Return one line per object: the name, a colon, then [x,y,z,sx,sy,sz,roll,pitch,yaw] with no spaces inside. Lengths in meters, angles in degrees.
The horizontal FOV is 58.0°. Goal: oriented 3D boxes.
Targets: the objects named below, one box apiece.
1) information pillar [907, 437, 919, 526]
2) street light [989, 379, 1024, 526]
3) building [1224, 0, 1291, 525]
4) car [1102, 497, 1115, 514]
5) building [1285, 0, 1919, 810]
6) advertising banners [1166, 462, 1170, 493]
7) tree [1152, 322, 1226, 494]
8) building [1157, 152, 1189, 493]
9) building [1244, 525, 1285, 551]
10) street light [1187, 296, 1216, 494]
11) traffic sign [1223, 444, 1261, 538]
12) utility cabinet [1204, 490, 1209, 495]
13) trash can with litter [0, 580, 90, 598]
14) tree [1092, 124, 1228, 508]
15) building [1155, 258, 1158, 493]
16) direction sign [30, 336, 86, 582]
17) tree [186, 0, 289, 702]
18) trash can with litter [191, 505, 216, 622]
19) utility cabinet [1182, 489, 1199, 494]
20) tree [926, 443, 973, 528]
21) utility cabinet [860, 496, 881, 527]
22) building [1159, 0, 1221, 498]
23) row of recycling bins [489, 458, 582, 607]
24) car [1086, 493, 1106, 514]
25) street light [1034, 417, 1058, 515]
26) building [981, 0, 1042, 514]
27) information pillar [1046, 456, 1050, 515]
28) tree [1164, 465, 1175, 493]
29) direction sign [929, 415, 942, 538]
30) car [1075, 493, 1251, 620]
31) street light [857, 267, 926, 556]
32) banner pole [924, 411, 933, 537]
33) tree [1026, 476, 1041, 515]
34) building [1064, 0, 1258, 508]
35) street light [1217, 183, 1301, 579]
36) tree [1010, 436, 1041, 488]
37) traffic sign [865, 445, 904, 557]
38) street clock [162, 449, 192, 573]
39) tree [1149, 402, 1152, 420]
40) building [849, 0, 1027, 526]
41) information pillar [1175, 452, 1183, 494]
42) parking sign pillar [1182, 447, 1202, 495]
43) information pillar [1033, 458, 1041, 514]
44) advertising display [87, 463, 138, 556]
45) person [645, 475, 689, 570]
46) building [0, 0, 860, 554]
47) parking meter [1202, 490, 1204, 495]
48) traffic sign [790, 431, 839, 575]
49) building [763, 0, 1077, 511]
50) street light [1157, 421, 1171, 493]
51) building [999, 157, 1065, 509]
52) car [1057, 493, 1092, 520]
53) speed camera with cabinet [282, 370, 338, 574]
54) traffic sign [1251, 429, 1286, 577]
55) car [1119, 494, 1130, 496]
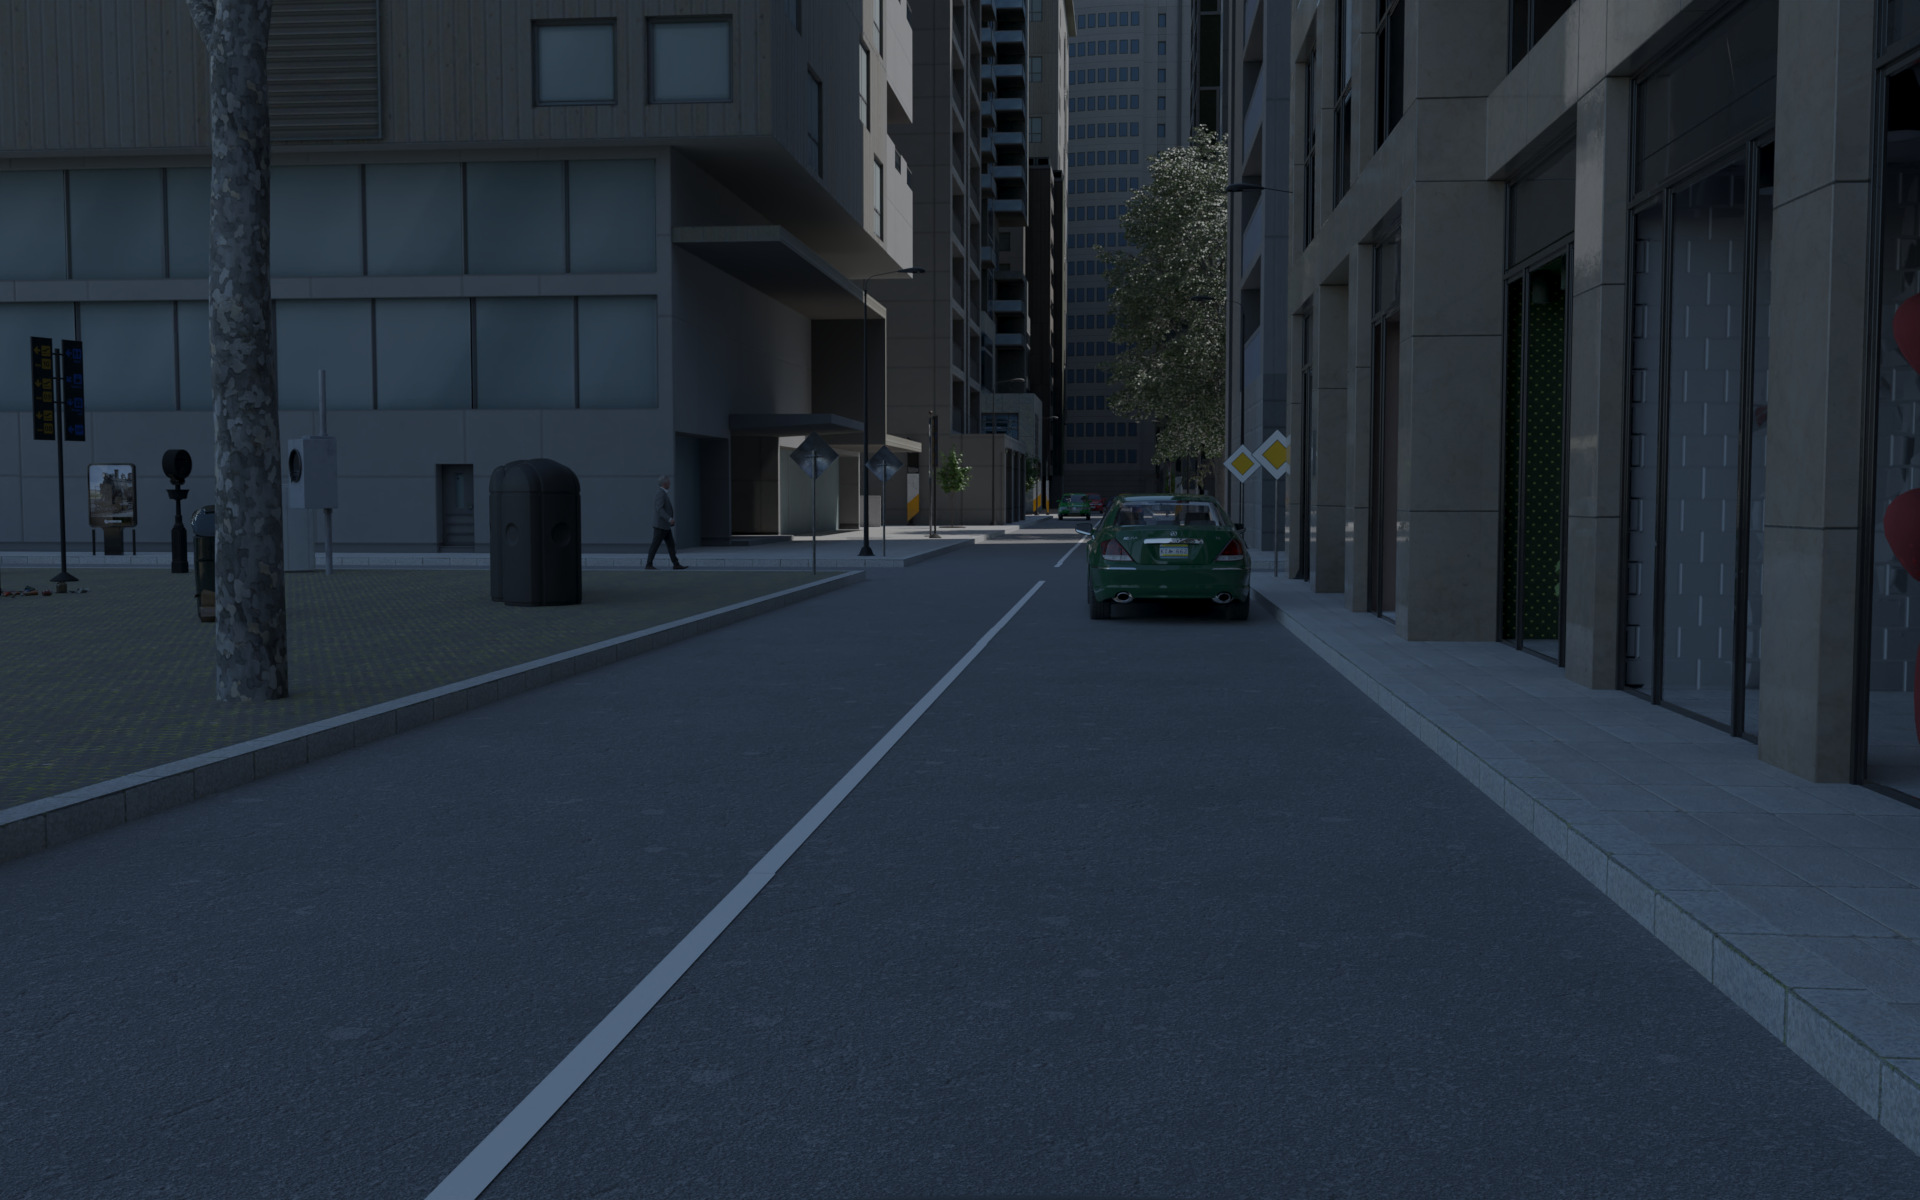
information pillar: [-1.920,-4.837,70.446,0.504,3.616,0.183,0,4,-2]
street light: [1.884,-5.950,69.816,1.470,5.913,1.316,0,4,5]
building: [24.666,-33.717,93.266,21.231,58.520,28.212,0,4,5]
car: [7.157,-3.851,75.545,1.945,1.354,3.894,0,4,6]
building: [12.960,-12.458,8.205,19.350,26.468,34.151,0,4,5]
advertising banners: [11.587,-6.140,96.583,0.090,3.025,2.074,0,4,2]
tree: [10.694,-7.335,70.285,4.360,8.622,3.978,0,3,0]
building: [24.472,-23.049,148.557,14.160,30.474,14.107,0,4,5]
building: [21.125,-30.471,40.205,28.212,58.520,21.231,0,4,5]
street light: [6.081,-4.165,40.635,1.470,5.913,1.316,0,4,5]
traffic sign: [5.658,-1.902,34.733,0.795,2.450,0.064,0,4,5]
utility cabinet: [13.829,-5.609,100.393,1.173,1.500,0.318,2,4,24]
trash can with litter: [-11.930,-0.658,21.822,1.678,1.210,2.233,2,4,32]
tree: [9.140,-9.377,59.964,9.857,13.997,8.962,0,3,0]
building: [25.969,-23.959,163.426,14.160,30.474,14.107,0,4,5]
direction sign: [-13.162,-2.040,25.344,0.379,3.537,0.876,1,4,21]
tree: [-3.550,-9.515,11.465,12.611,20.169,13.585,0,3,0]
trash can with litter: [-7.530,-0.389,17.742,0.624,1.170,1.055,-2,4,-24]
utility cabinet: [10.982,-4.595,83.801,1.173,1.500,0.318,-1,4,-20]
tree: [-0.246,-4.343,65.604,1.663,3.219,1.824,0,3,0]
utility cabinet: [-3.603,-3.433,67.285,1.020,1.237,0.306,0,4,1]
building: [25.671,-42.296,129.793,20.563,71.187,20.611,0,4,5]
row of recycling bins: [-5.304,-0.869,21.326,1.069,1.692,3.534,-1,4,-18]
car: [9.679,-7.268,127.872,2.155,1.783,4.494,0,4,4]
street light: [5.164,-8.038,103.970,1.470,5.913,1.316,0,4,5]
building: [-4.889,-49.679,124.925,22.319,86.520,31.000,0,4,5]
information pillar: [5.335,-6.983,105.528,0.183,3.616,0.504,0,4,-6]
tree: [13.875,-7.312,114.146,1.663,3.219,1.824,0,3,0]
direction sign: [-0.723,-3.563,50.259,0.379,3.537,0.876,-1,4,-9]
car: [2.473,-0.571,21.142,2.131,1.459,4.920,0,4,4]
street light: [-1.404,-3.861,35.662,1.470,5.913,1.316,0,4,5]
banner pole: [-0.897,-3.787,51.938,0.401,3.779,0.863,0,4,3]
tree: [3.841,-6.842,106.472,1.663,3.219,1.824,0,3,0]
building: [19.234,-40.400,202.536,28.212,58.520,21.231,0,4,5]
street light: [4.668,-3.270,26.010,1.470,5.913,1.316,0,4,5]
tree: [2.806,-7.043,98.867,4.285,4.588,4.351,0,3,0]
traffic sign: [-1.552,-1.945,35.443,0.795,2.450,0.064,0,4,5]
street clock: [-12.659,-1.436,28.052,0.358,2.002,0.471,1,4,10]
tree: [10.646,-7.899,79.516,4.360,8.622,3.978,0,3,0]
building: [-7.361,-39.220,79.505,20.563,71.187,20.611,0,4,5]
information pillar: [10.411,-5.571,82.444,0.183,3.616,0.504,-2,4,-28]
parking sign pillar: [11.975,-6.181,89.533,1.447,3.967,1.447,-2,4,-26]
information pillar: [4.828,-7.181,108.768,0.504,3.616,0.183,0,4,-3]
advertising display: [-17.665,-1.890,36.114,0.974,1.923,0.123,0,4,1]
person: [-5.446,-1.425,32.191,0.834,1.777,0.661,-1,4,-15]
building: [-15.979,-28.105,48.753,28.713,52.752,27.495,0,4,5]
parking meter: [13.248,-5.312,95.257,0.372,1.533,0.369,0,3,0]
traffic sign: [-2.315,-1.459,27.495,0.795,2.450,0.064,0,4,5]
building: [-2.707,-35.641,171.966,27.495,52.752,28.713,0,4,5]
street light: [9.316,-6.254,74.793,1.470,5.913,1.316,0,4,5]
building: [1.691,-23.053,148.621,14.160,30.474,14.107,0,4,5]
car: [6.312,-5.299,95.430,1.959,1.807,4.718,0,4,4]
speed camera with cabinet: [-10.755,-2.065,28.097,0.660,3.252,2.038,-3,5,-40]
traffic sign: [4.894,-1.415,26.784,0.795,2.450,0.064,0,4,5]
car: [11.329,-6.541,117.169,2.015,1.641,3.980,0,4,6]
